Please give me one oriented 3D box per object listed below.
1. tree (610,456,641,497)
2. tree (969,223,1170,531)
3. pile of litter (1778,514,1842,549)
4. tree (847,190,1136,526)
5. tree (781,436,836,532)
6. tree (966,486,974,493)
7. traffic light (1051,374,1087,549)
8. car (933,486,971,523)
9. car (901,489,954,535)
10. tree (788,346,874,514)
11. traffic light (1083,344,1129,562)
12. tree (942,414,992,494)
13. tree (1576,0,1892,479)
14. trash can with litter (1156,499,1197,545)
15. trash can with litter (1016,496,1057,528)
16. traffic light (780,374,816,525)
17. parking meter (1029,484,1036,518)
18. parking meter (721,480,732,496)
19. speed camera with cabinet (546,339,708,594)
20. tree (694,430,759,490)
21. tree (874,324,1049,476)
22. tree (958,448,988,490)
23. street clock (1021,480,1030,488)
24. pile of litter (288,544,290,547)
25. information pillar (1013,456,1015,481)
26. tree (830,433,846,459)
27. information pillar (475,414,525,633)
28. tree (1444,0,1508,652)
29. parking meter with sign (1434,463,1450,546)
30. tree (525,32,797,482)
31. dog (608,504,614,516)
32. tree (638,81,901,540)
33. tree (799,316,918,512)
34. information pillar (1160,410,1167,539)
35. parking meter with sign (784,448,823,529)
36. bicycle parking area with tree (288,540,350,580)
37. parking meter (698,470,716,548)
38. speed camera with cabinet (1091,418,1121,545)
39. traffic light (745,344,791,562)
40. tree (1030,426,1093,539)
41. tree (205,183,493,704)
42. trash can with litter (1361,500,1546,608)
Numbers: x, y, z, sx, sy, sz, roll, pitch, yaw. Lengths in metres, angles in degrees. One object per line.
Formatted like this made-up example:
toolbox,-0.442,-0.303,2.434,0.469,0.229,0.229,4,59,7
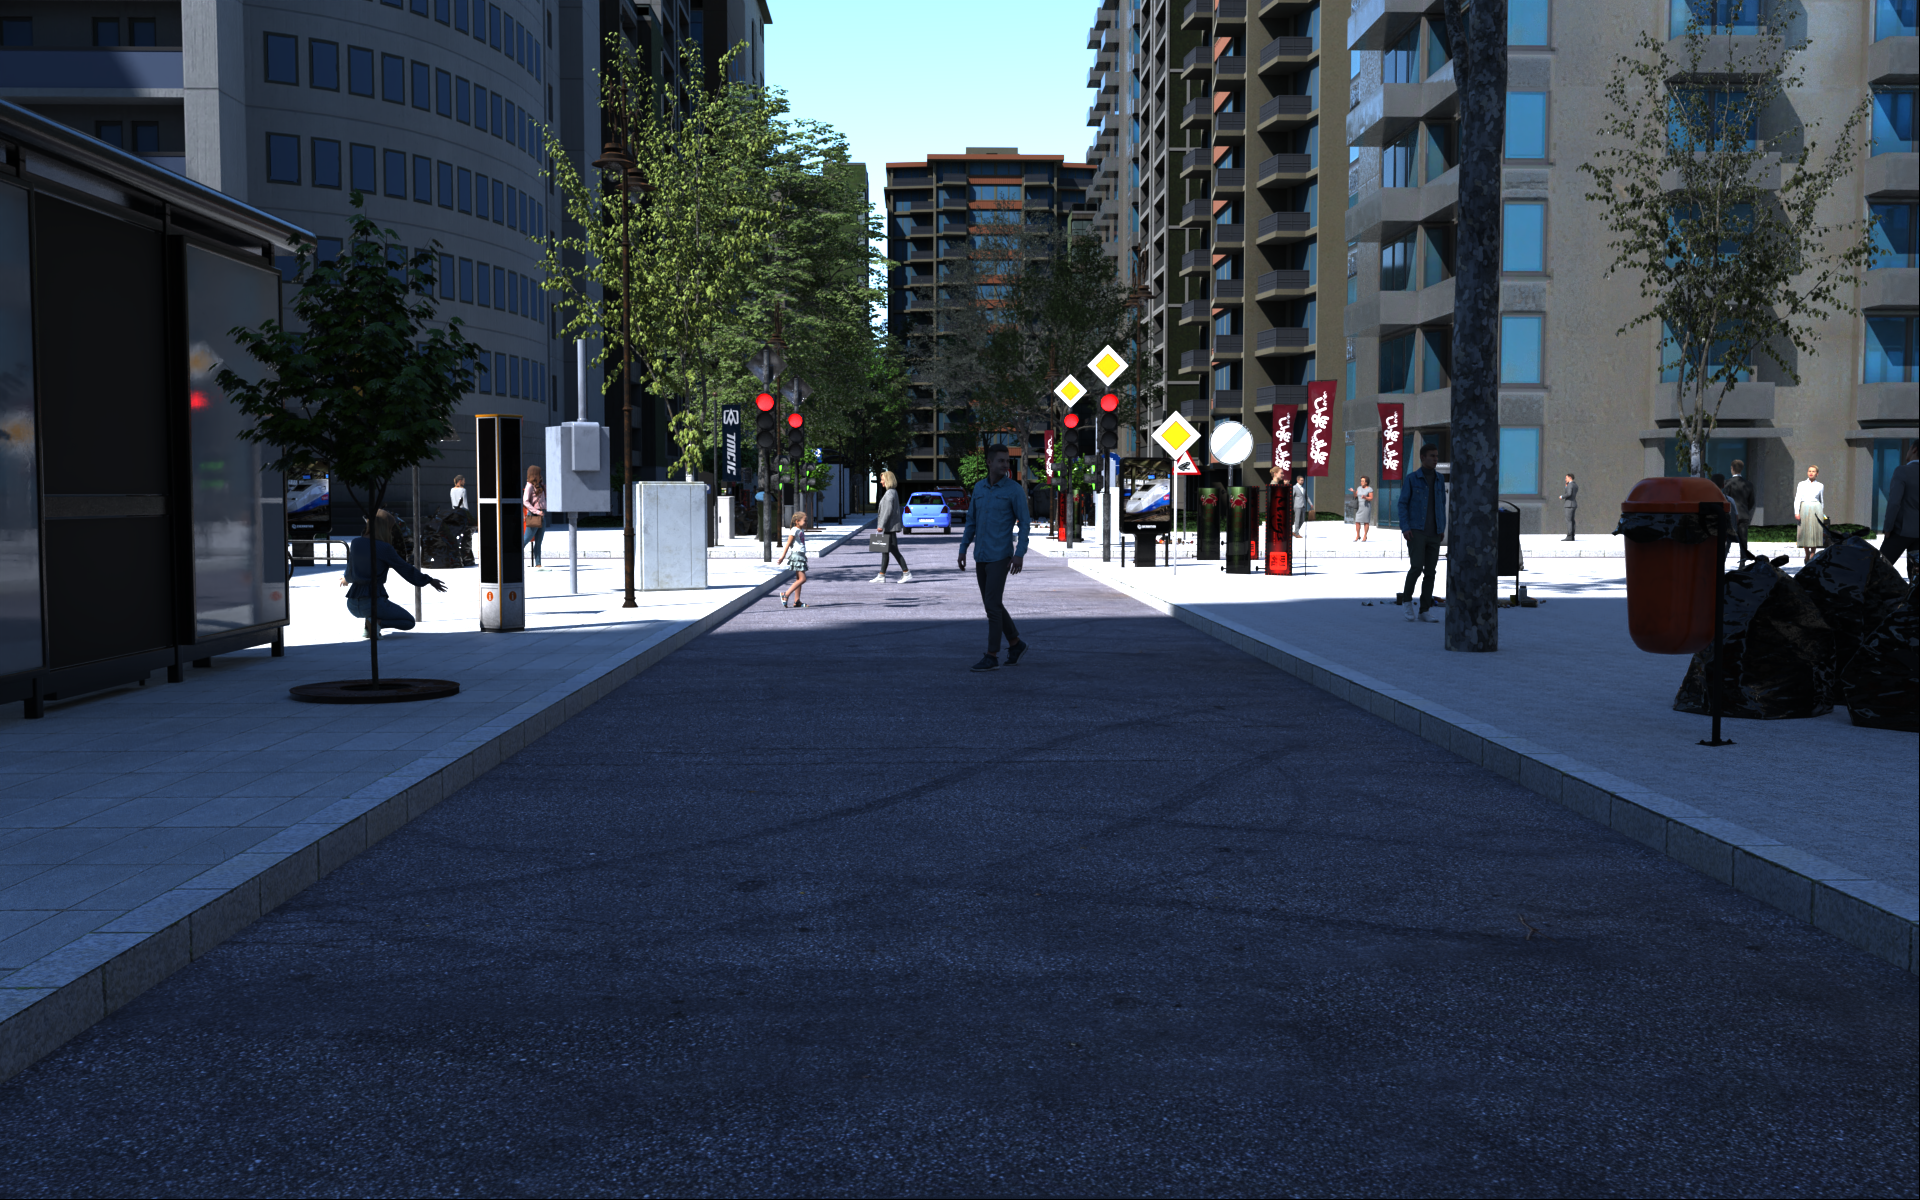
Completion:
tree,-17.561,-5.801,89.447,1.663,3.219,1.824,0,3,0
tree,3.714,-7.645,59.414,7.601,10.594,8.767,0,4,8
pile of litter,20.378,-1.656,41.037,1.176,0.858,1.719,-3,5,-40
tree,2.598,-9.777,70.224,12.009,13.543,11.850,0,3,0
tree,-5.104,-3.885,58.126,1.663,3.219,1.824,0,3,0
tree,1.447,-9.344,147.376,1.663,3.219,1.824,0,3,0
traffic light,2.561,-3.163,40.641,0.839,4.253,0.868,0,4,-1
car,-0.556,-4.735,86.096,2.281,1.827,5.304,0,4,-2
car,-1.177,-3.235,62.486,1.945,1.707,3.694,0,4,0
tree,-7.198,-11.497,113.735,9.928,11.665,9.643,0,3,0
traffic light,2.756,-2.675,32.658,0.839,4.253,0.868,0,4,-1
tree,0.778,-12.409,153.242,4.360,8.622,3.978,0,3,0
tree,11.148,-4.600,25.569,4.360,8.622,3.978,0,3,0
trash can with litter,5.553,-2.060,44.733,1.678,1.210,2.233,2,4,24
trash can with litter,3.292,-3.342,65.698,1.678,1.210,2.233,3,5,45
traffic light,-3.798,-3.153,40.470,0.839,4.253,0.868,0,4,-1
parking meter,3.950,-5.427,94.439,0.399,1.863,0.255,1,4,12
parking meter,-8.200,-3.373,60.862,0.255,1.863,0.399,2,4,25
speed camera with cabinet,-4.375,-1.740,22.790,2.038,3.252,0.660,-2,4,-34
tree,-10.404,-5.718,77.204,4.285,4.588,4.351,0,3,0
tree,1.614,-10.726,101.124,9.928,11.665,9.643,0,3,0
tree,1.485,-8.525,123.091,4.285,4.588,4.351,0,3,0
street clock,3.238,-4.969,85.821,0.471,2.002,0.358,0,4,-1
pile of litter,-17.020,-1.734,42.324,1.176,0.858,1.719,-1,4,-21
information pillar,3.333,-7.025,106.206,0.183,3.616,0.504,0,4,-4
tree,-6.686,-14.177,142.156,12.009,13.543,11.850,0,3,0
information pillar,-4.272,-0.711,16.115,0.304,2.012,0.304,2,4,34
tree,5.637,-9.625,13.255,12.611,20.169,13.585,0,3,0
parking meter with sign,12.035,-2.834,42.594,1.738,3.016,0.543,2,4,31
tree,-4.475,-4.698,27.181,4.737,8.622,4.395,0,3,0
dog,-16.306,-4.111,81.588,0.513,0.831,0.800,3,5,43
tree,-5.410,-7.984,48.670,7.486,12.596,7.792,0,3,0
tree,-7.514,-13.407,125.867,9.857,13.997,8.962,0,3,0
information pillar,5.721,-3.501,48.600,0.183,3.616,0.504,0,4,2
parking meter with sign,-5.876,-4.201,64.947,0.543,3.016,1.738,2,4,34
bicycle parking area with tree,-12.919,-2.179,22.623,9.016,4.147,8.231,2,4,30
parking meter,-6.063,-2.190,41.524,0.399,1.863,0.255,0,4,-4
speed camera with cabinet,3.750,-3.053,44.255,0.660,3.252,2.038,0,4,0
traffic light,-3.603,-2.665,32.487,0.839,4.253,0.868,0,4,-1
tree,2.818,-3.354,49.446,1.663,3.219,1.824,0,3,0
tree,-3.868,-1.000,10.944,1.663,3.219,1.824,0,3,0
trash can with litter,5.757,-0.546,19.989,2.233,1.210,1.678,0,4,6
